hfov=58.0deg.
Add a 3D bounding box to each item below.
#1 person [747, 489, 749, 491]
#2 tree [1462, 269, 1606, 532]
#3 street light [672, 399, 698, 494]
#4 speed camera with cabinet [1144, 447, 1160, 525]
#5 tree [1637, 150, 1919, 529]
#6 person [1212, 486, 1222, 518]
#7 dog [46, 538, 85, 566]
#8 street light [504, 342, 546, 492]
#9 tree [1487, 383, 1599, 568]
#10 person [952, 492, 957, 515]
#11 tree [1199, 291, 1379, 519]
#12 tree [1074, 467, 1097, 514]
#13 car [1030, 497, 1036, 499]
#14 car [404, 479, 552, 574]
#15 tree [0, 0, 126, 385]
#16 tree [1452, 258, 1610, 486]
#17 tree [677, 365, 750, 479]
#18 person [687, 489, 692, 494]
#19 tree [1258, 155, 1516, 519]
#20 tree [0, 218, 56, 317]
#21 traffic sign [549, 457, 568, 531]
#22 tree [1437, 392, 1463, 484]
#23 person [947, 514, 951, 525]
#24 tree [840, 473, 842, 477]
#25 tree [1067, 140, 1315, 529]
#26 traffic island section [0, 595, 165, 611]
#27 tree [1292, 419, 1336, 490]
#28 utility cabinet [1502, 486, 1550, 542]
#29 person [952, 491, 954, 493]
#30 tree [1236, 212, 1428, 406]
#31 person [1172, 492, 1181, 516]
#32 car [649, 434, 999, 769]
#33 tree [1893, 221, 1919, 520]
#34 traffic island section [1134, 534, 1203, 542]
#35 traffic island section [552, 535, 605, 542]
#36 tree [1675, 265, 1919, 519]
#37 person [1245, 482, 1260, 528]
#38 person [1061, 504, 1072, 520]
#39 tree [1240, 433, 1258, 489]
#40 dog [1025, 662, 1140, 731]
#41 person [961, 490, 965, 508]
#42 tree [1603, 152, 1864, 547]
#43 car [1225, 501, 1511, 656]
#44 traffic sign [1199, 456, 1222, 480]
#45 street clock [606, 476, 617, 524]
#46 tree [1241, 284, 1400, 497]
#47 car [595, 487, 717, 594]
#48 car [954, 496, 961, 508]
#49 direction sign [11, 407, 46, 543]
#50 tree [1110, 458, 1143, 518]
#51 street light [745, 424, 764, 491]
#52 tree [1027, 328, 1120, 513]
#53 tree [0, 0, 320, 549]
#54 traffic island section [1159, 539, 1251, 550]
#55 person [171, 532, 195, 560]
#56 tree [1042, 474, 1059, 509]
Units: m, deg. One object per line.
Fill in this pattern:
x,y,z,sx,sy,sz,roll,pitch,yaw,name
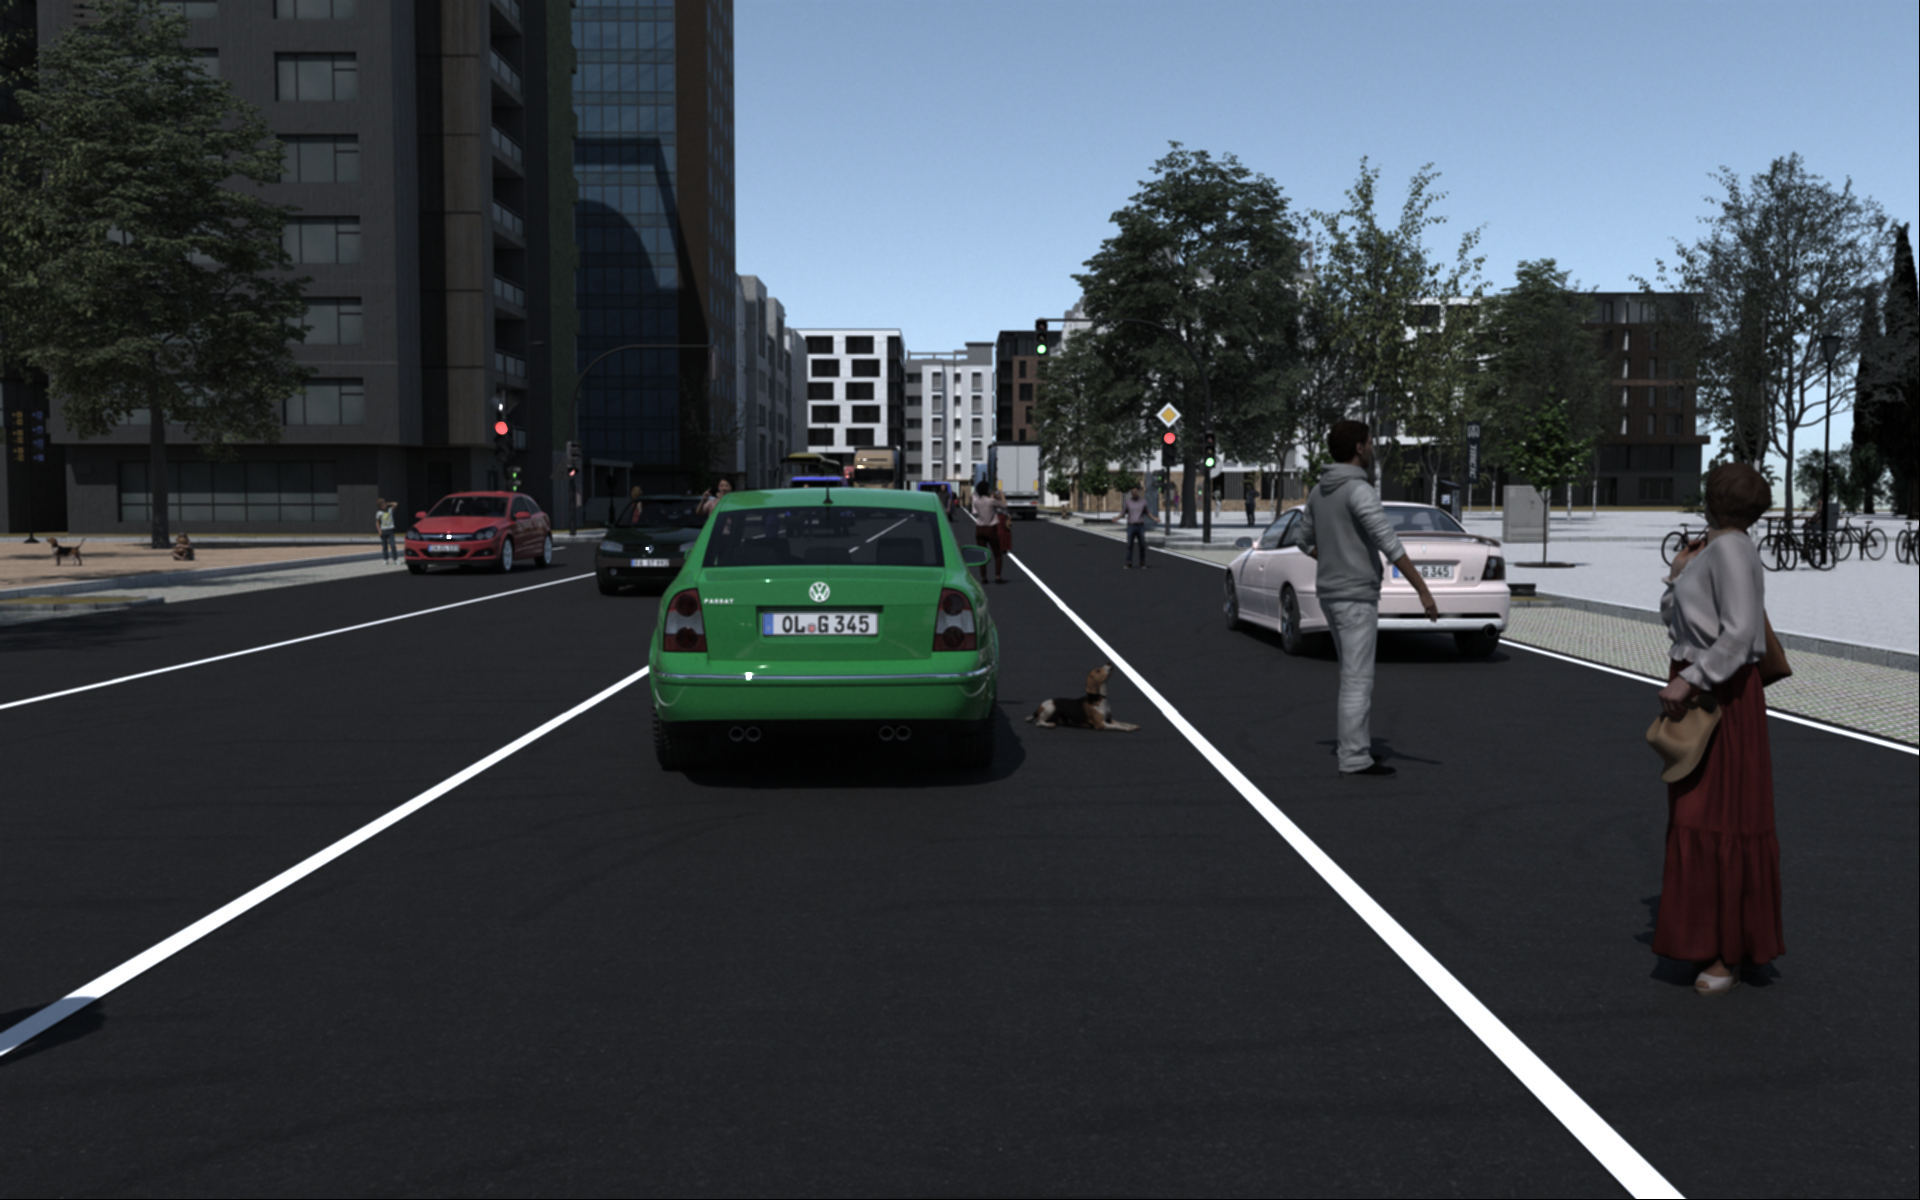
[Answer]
-14.526,-6.729,117.771,0.444,1.614,0.593,0,4,-6,person
19.840,-6.580,57.949,4.360,8.622,3.978,0,3,0,tree
-13.456,-6.843,84.425,1.470,5.913,1.316,0,4,0,street light
8.054,-4.789,72.630,0.660,3.252,2.038,1,4,8,speed camera with cabinet
30.185,-9.333,62.971,12.009,13.543,11.850,0,3,0,tree
13.725,-5.227,92.226,0.376,1.734,0.841,-1,4,-11,person
-16.001,-0.867,30.999,0.540,0.507,0.406,-3,5,-44,dog
-13.348,-4.923,53.024,1.470,5.913,1.316,0,4,0,street light
10.402,-2.188,30.375,1.663,3.219,1.824,0,3,0,tree
-0.469,-6.701,119.932,0.647,1.594,0.662,0,4,7,person
14.888,-8.927,80.371,8.767,10.594,7.601,0,4,-8,tree
8.397,-7.170,111.826,1.663,3.219,1.824,0,3,0,tree
5.579,-8.523,148.151,1.959,1.807,4.718,0,4,0,car
-8.995,-1.437,32.535,2.155,1.783,4.494,0,4,2,car
-13.947,-4.481,23.625,4.737,8.622,4.395,0,3,0,tree
27.513,-10.132,83.786,7.486,12.596,7.792,0,3,0,tree
-14.377,-9.095,99.067,4.360,8.622,3.978,0,3,0,tree
-16.365,-5.999,105.060,0.436,1.711,0.756,0,4,-7,person
9.565,-5.389,38.475,4.737,8.622,4.395,0,3,0,tree
-19.524,-5.007,32.224,4.360,8.622,3.978,0,3,0,tree
-13.797,-3.670,60.009,0.884,2.594,0.081,0,4,2,traffic sign
35.028,-10.318,119.063,4.360,8.622,3.978,0,3,0,tree
-0.693,-4.160,80.421,0.435,1.345,0.340,-2,4,-26,person
-15.336,-13.514,204.666,4.285,4.588,4.351,0,3,0,tree
8.607,-9.634,64.177,9.857,13.997,8.962,0,3,0,tree
-11.350,0.049,22.070,1.991,0.108,1.994,0,4,0,traffic island section
9.567,-3.025,44.065,1.663,3.219,1.824,0,3,0,tree
14.907,-2.258,45.590,1.173,1.500,0.318,-1,4,-12,utility cabinet
-0.661,-11.613,198.891,0.721,1.766,1.217,-2,4,-30,person
24.449,-15.965,116.917,12.611,20.169,13.585,0,3,0,tree
12.791,-5.700,102.478,0.726,1.435,0.776,0,4,-2,person
-0.753,-0.101,10.440,1.959,1.807,4.718,0,4,-2,car
51.745,-11.377,87.834,13.155,14.587,18.604,1,4,8,tree
6.392,-1.887,53.127,2.009,0.180,2.903,0,4,0,traffic island section
-11.869,-1.880,53.019,2.009,0.180,2.903,0,4,0,traffic island section
55.435,-12.738,110.094,18.604,14.587,13.155,2,4,26,tree
11.078,-3.619,65.937,0.376,1.734,0.841,-1,4,-17,person
5.931,-4.905,96.622,0.347,0.859,0.695,-3,4,-38,person
16.010,-8.464,88.746,4.737,8.622,4.395,0,3,0,tree
0.742,0.580,10.705,0.550,0.427,0.748,-1,4,-20,dog
0.327,-10.249,176.094,0.705,1.821,1.348,-1,4,-13,person
16.953,-5.317,37.297,4.360,8.622,3.978,0,3,0,tree
3.791,-0.269,16.760,2.083,1.381,4.827,0,4,-2,car
8.129,-3.438,56.312,0.768,2.556,0.104,0,4,2,traffic sign
-13.692,-3.886,68.109,0.358,2.002,0.471,-3,4,-39,street clock
20.484,-11.612,100.230,12.009,13.543,11.850,0,3,0,tree
-4.315,-0.991,25.985,2.009,1.686,4.222,0,4,-1,car
-0.964,-10.652,183.202,2.155,1.783,4.494,0,4,1,car
-24.330,-3.259,45.280,0.876,3.537,0.379,0,4,3,direction sign
8.586,-5.923,91.440,1.663,3.219,1.824,0,3,0,tree
-13.736,-8.751,115.621,1.470,5.913,1.316,0,4,0,street light
8.037,-12.266,118.682,7.486,12.596,7.792,0,3,0,tree
-19.233,-7.474,40.328,7.486,12.596,7.792,0,3,0,tree
6.442,-1.398,45.142,2.009,0.180,2.903,0,4,0,traffic island section
-14.996,-1.035,33.434,0.381,0.543,0.357,0,4,4,person
8.110,-9.693,153.082,1.663,3.219,1.824,0,3,0,tree
